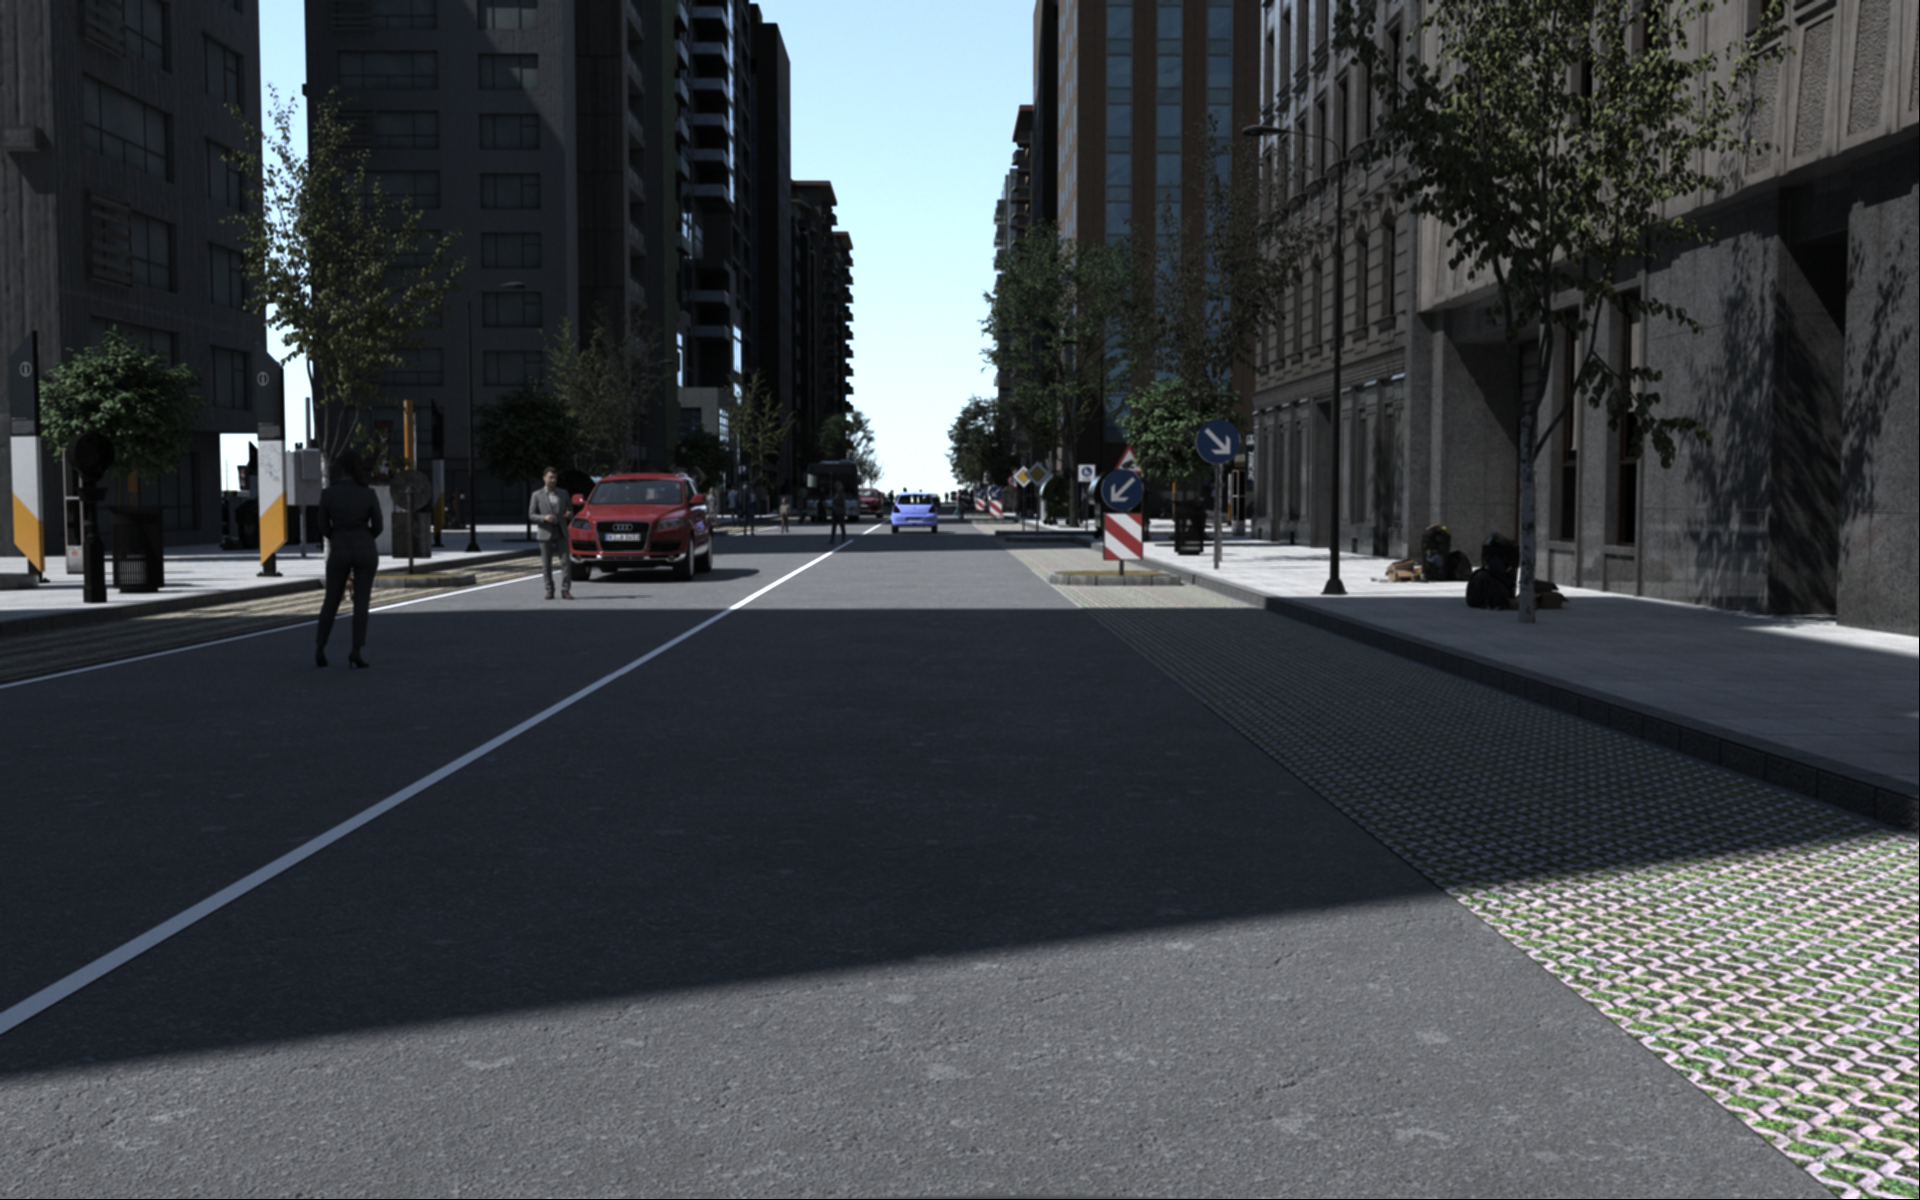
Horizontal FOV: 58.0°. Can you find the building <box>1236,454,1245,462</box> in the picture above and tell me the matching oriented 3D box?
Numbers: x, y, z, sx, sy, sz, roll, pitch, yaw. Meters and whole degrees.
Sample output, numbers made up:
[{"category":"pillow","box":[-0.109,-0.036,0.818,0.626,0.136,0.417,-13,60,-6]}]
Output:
[{"category":"building","box":[26.689,-25.553,72.409,28.867,44.769,22.147,0,4,-1]}]

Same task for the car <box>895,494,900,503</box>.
[{"category":"car","box":[-9.296,-15.915,272.205,2.014,1.417,4.499,0,4,0]}]

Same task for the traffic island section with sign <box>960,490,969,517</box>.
[{"category":"traffic island section with sign","box":[1.146,-6.220,110.330,1.989,1.847,2.006,0,4,-1]}]

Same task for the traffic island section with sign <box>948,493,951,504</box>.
[{"category":"traffic island section with sign","box":[-0.021,-10.939,187.477,1.989,1.847,2.006,0,4,-1]}]

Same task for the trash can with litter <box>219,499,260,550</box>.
[{"category":"trash can with litter","box":[-16.481,-1.740,39.831,0.624,1.170,1.055,1,4,19]}]

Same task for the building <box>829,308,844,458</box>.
[{"category":"building","box":[-24.637,-29.766,258.368,14.160,30.474,14.107,0,4,-1]}]

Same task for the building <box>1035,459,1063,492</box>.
[{"category":"building","box":[16.175,-41.782,121.387,20.563,71.187,20.611,0,4,-1]}]

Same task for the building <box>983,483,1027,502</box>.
[{"category":"building","box":[19.889,-36.139,282.751,32.217,40.220,23.993,0,4,-1]}]

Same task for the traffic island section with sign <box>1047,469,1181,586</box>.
[{"category":"traffic island section with sign","box":[2.418,-1.172,27.794,1.989,1.847,2.006,0,4,-1]}]

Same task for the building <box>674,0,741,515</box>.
[{"category":"building","box":[-26.006,-49.226,117.523,22.319,86.520,31.000,0,4,-1]}]

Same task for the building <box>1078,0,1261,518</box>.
[{"category":"building","box":[12.872,-27.318,96.766,14.600,45.320,14.200,0,4,-1]}]

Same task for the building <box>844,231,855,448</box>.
[{"category":"building","box":[-28.451,-38.214,279.426,22.147,44.769,28.867,0,4,-1]}]

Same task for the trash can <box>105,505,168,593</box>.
[{"category":"trash can","box":[-10.715,-0.668,22.574,0.748,1.137,0.748,0,3,0]}]

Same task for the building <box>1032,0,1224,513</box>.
[{"category":"building","box":[13.434,-30.350,146.325,14.600,45.320,14.200,0,4,-1]}]

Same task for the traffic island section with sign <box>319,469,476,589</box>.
[{"category":"traffic island section with sign","box":[-8.693,-1.126,27.044,1.989,1.847,2.006,0,4,-1]}]

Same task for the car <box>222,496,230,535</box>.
[{"category":"car","box":[-23.653,-2.756,54.848,4.222,1.686,2.009,0,4,-3]}]

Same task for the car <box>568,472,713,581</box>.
[{"category":"car","box":[-5.517,-1.322,30.292,2.281,1.827,5.304,0,4,-3]}]

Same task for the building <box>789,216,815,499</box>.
[{"category":"building","box":[-22.815,-24.877,178.442,14.160,30.474,14.107,0,4,-1]}]

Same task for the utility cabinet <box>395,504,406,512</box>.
[{"category":"utility cabinet","box":[-22.652,-3.587,69.808,1.020,1.237,0.306,0,4,3]}]

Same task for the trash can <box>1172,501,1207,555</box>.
[{"category":"trash can","box":[4.820,-1.516,36.435,0.748,1.137,0.748,0,3,0]}]

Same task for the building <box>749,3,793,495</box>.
[{"category":"building","box":[-23.342,-31.368,162.979,14.600,45.320,14.200,0,4,-1]}]

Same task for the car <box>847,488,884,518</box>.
[{"category":"car","box":[-5.676,-5.826,103.932,2.281,1.827,5.304,0,4,0]}]

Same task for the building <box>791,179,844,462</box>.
[{"category":"building","box":[-27.994,-35.533,235.584,22.147,44.769,28.867,0,4,-1]}]

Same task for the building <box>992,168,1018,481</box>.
[{"category":"building","box":[16.217,-38.839,254.622,23.786,49.044,30.456,0,4,-1]}]

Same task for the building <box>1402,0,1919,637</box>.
[{"category":"building","box":[14.122,-12.393,20.650,12.078,24.808,19.932,0,4,-1]}]

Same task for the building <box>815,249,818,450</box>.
[{"category":"building","box":[-23.335,-25.738,192.517,14.160,30.474,14.107,0,4,-1]}]

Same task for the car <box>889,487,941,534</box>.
[{"category":"car","box":[-1.678,-3.339,64.184,1.945,1.707,3.694,0,4,-1]}]

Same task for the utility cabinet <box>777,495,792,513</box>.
[{"category":"utility cabinet","box":[-12.055,-6.612,119.273,1.020,1.237,0.306,-2,4,-30]}]

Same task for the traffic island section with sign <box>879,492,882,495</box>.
[{"category":"traffic island section with sign","box":[-12.398,-15.977,269.854,1.989,1.847,2.006,0,4,-1]}]

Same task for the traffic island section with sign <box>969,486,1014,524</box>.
[{"category":"traffic island section with sign","box":[1.571,-4.543,82.904,1.989,1.847,2.006,0,4,-1]}]

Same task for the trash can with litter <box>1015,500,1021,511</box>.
[{"category":"trash can with litter","box":[4.615,-7.373,131.930,0.624,1.170,1.055,-3,4,-37]}]

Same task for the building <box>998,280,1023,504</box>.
[{"category":"building","box":[12.021,-28.175,232.358,14.160,30.474,14.107,0,4,-1]}]

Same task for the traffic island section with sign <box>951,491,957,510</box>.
[{"category":"traffic island section with sign","box":[0.391,-9.266,160.127,1.989,1.847,2.006,0,4,-1]}]

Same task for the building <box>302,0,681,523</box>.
[{"category":"building","box":[-21.194,-24.291,80.751,14.154,41.232,14.086,0,4,-1]}]

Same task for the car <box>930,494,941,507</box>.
[{"category":"car","box":[-3.038,-10.877,186.632,1.959,1.807,4.718,0,4,-1]}]

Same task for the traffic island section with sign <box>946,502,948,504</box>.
[{"category":"traffic island section with sign","box":[-0.856,-14.304,242.494,1.989,1.847,2.006,0,4,-1]}]

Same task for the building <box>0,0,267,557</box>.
[{"category":"building","box":[-25.171,-21.841,40.700,14.086,41.232,14.154,0,4,-1]}]

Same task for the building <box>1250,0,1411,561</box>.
[{"category":"building","box":[13.098,-11.661,39.816,9.793,20.994,18.267,0,4,-1]}]

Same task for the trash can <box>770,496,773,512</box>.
[{"category":"trash can","box":[-13.559,-6.792,122.699,0.748,1.137,0.748,0,3,0]}]

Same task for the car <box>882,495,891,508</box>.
[{"category":"car","box":[-8.220,-10.401,182.643,1.945,1.354,3.894,0,4,-3]}]

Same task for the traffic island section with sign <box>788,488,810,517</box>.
[{"category":"traffic island section with sign","box":[-9.973,-6.211,110.171,1.989,1.847,2.006,0,4,-1]}]

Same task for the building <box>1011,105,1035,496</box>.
[{"category":"building","box":[17.001,-32.947,193.306,22.147,44.769,28.867,0,4,-1]}]

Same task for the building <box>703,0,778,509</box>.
[{"category":"building","box":[-26.032,-43.205,144.661,20.563,71.187,20.611,0,4,-1]}]

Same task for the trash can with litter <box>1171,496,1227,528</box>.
[{"category":"trash can with litter","box":[8.973,-3.357,65.939,1.678,1.210,2.233,-2,4,-34]}]

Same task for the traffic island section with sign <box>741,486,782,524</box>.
[{"category":"traffic island section with sign","box":[-9.551,-4.562,83.219,1.989,1.847,2.006,0,4,-1]}]
